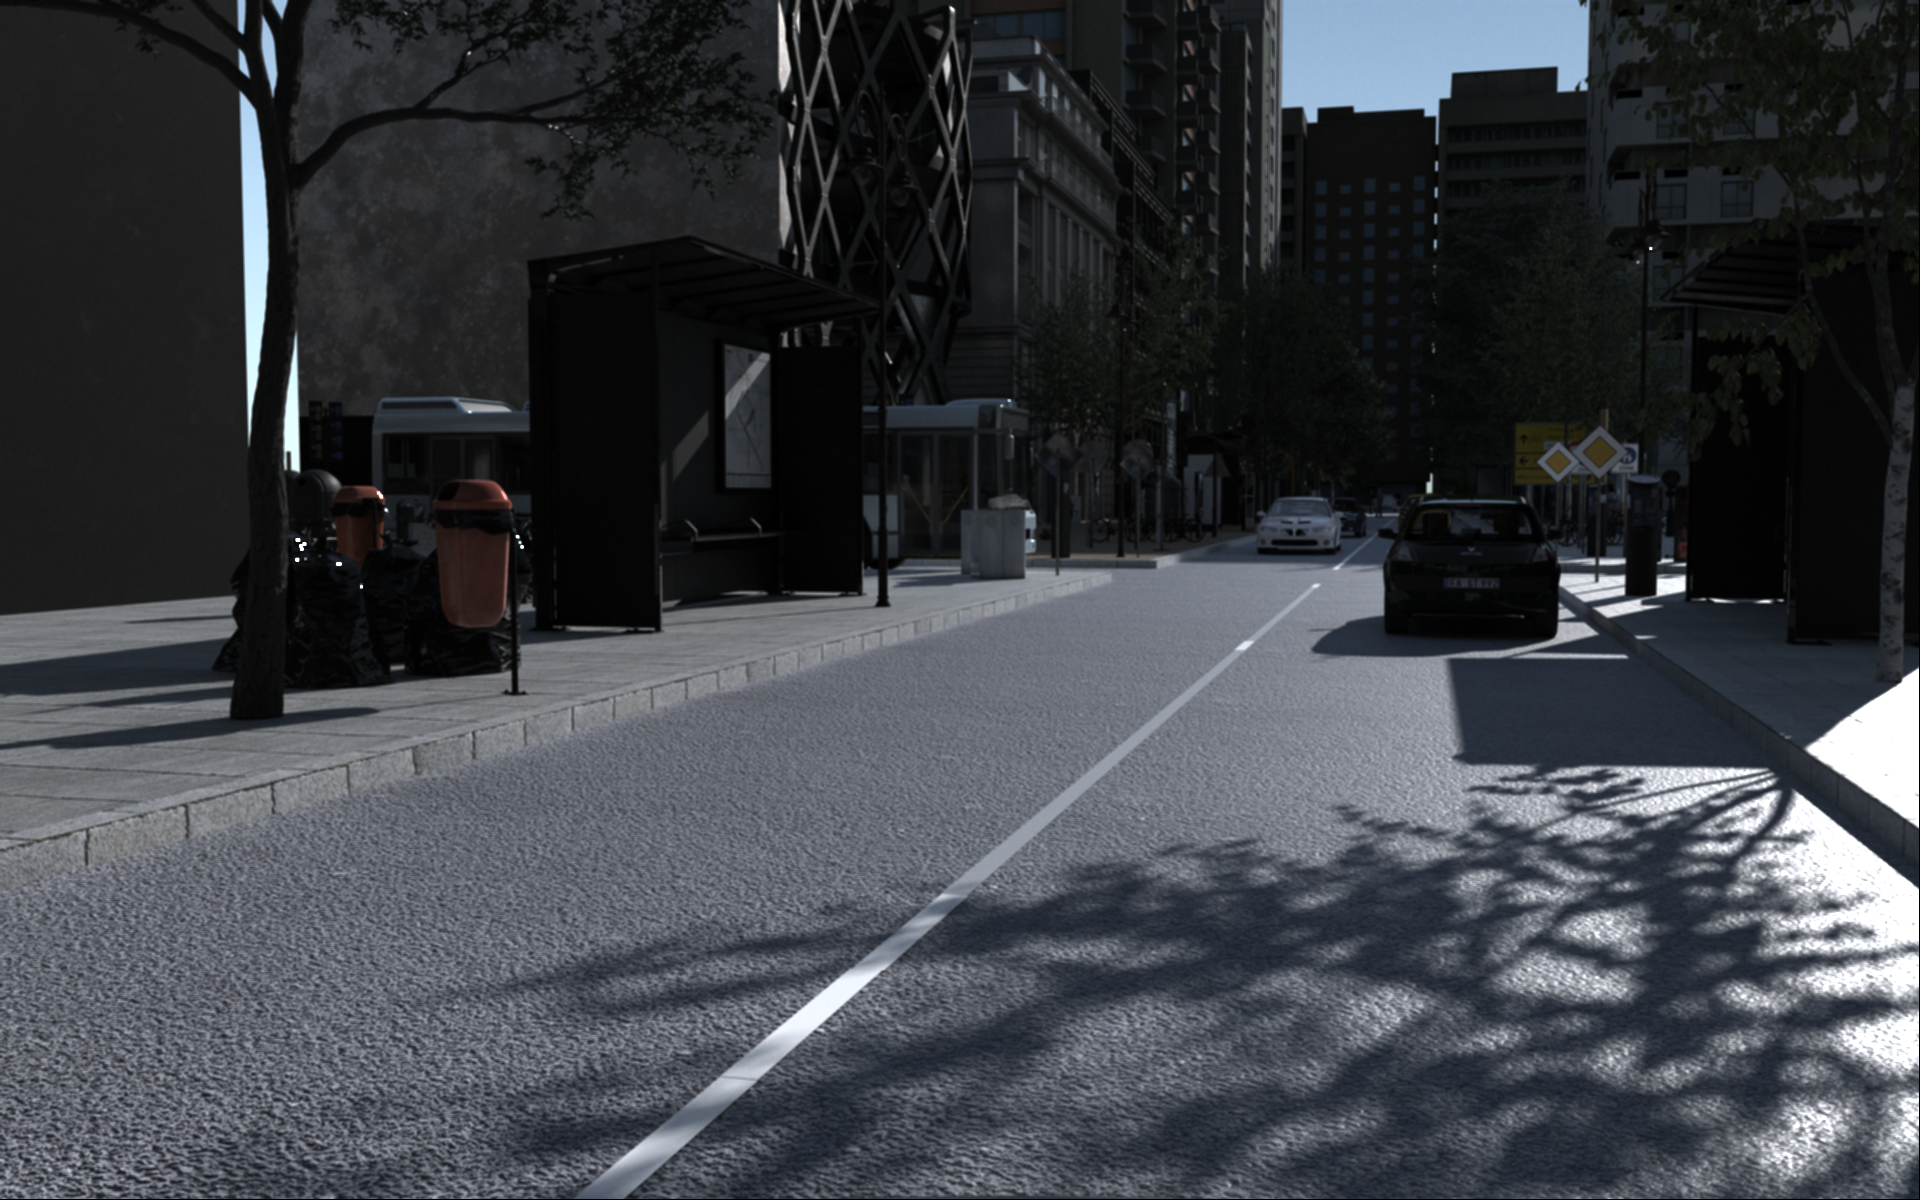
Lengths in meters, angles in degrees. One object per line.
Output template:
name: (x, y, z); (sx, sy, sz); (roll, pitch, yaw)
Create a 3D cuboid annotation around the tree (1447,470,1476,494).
tree: (35.228, -7.722, 120.852); (1.663, 3.219, 1.824); (0, 3, 0)

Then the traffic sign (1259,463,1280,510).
traffic sign: (12.608, -4.320, 70.629); (0.884, 2.594, 0.081); (2, 4, 23)

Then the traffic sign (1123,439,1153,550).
traffic sign: (4.079, -2.440, 39.994); (0.768, 2.556, 0.104); (2, 4, 25)

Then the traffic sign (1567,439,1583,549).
traffic sign: (14.486, -2.467, 40.440); (0.768, 2.556, 0.104); (1, 4, 17)

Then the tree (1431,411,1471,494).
tree: (41.657, -13.250, 142.396); (9.928, 11.665, 9.643); (0, 3, 0)

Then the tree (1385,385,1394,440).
tree: (28.230, -12.413, 128.700); (9.928, 11.665, 9.643); (0, 3, 0)

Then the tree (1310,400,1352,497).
tree: (25.611, -10.329, 119.236); (4.360, 8.622, 3.978); (0, 3, 0)

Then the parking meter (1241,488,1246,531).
parking meter: (9.962, -3.163, 60.126); (0.372, 1.533, 0.369); (0, 3, 0)

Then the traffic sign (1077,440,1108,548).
traffic sign: (3.100, -2.494, 40.887); (0.768, 2.556, 0.104); (1, 4, 21)

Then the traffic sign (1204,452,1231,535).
traffic sign: (7.973, -3.286, 53.723); (0.884, 2.594, 0.081); (2, 4, 25)

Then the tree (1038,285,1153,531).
tree: (4.703, -6.733, 60.447); (4.360, 8.622, 3.978); (0, 3, 0)

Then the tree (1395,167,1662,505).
tree: (22.008, -9.825, 67.293); (9.857, 13.997, 8.962); (0, 3, 0)

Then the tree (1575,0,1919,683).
tree: (6.389, -3.759, 11.823); (4.737, 8.622, 4.395); (0, 3, 0)

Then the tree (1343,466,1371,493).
tree: (41.510, -12.158, 182.498); (4.285, 4.588, 4.351); (0, 3, 0)

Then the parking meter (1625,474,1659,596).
parking meter: (8.620, -0.824, 21.886); (0.372, 1.533, 0.369); (0, 3, 0)

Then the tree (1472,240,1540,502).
tree: (16.282, -5.815, 45.437); (4.737, 8.622, 4.395); (0, 3, 0)

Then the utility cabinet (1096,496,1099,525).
utility cabinet: (5.620, -3.722, 72.013); (0.306, 1.237, 1.020); (0, 4, 4)

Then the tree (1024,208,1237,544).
tree: (4.880, -5.750, 44.368); (4.737, 8.622, 4.395); (0, 3, 0)

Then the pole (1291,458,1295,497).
pole: (19.004, -6.422, 98.839); (0.158, 3.312, 0.155); (0, 3, 0)

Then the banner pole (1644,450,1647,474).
banner pole: (34.273, -5.940, 87.136); (0.863, 3.779, 0.401); (-3, 4, -36)

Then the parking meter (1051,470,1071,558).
parking meter: (2.024, -1.772, 34.685); (0.255, 1.863, 0.399); (2, 4, 33)

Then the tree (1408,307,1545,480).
tree: (31.605, -11.492, 104.901); (9.611, 12.733, 9.660); (0, 3, 0)

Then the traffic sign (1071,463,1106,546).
traffic sign: (3.127, -2.589, 42.338); (0.884, 2.594, 0.081); (2, 4, 24)

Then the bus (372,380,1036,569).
bus: (-4.430, -2.290, 32.299); (13.247, 3.499, 2.948); (1, 4, 16)

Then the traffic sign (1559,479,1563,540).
traffic sign: (16.884, -2.970, 48.662); (0.768, 2.556, 0.104); (2, 4, 24)

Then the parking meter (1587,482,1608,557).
parking meter: (13.076, -1.660, 35.545); (0.372, 1.533, 0.369); (0, 3, 0)

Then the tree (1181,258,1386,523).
tree: (13.313, -9.246, 76.922); (9.928, 11.665, 9.643); (0, 3, 0)

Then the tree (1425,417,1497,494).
tree: (44.431, -13.338, 152.495); (7.601, 10.594, 8.767); (3, 4, 37)

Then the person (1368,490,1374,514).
person: (29.050, -6.898, 122.113); (0.721, 1.723, 1.217); (1, 4, 18)

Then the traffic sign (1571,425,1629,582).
traffic sign: (9.256, -1.313, 25.118); (0.795, 2.450, 0.064); (1, 4, 15)

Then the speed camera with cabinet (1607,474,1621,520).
speed camera with cabinet: (30.910, -5.281, 80.684); (2.038, 3.252, 0.660); (-3, 4, -38)

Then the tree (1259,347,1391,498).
tree: (21.911, -11.602, 107.813); (7.486, 12.596, 7.792); (0, 3, 0)

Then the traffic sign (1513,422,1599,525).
traffic sign: (16.873, -3.379, 49.117); (2.265, 3.308, 0.079); (1, 4, 23)

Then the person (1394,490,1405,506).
person: (40.176, -9.164, 158.858); (1.217, 1.766, 0.721); (2, 4, 33)

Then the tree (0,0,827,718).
tree: (-3.700, -4.603, 9.676); (7.601, 10.594, 8.767); (-1, 4, -10)

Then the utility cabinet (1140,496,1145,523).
utility cabinet: (8.376, -3.979, 76.210); (1.020, 1.237, 0.306); (-1, 4, -21)

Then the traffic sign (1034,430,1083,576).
traffic sign: (1.538, -1.441, 27.196); (0.795, 2.450, 0.064); (1, 4, 15)

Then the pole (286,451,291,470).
pole: (-32.082, -5.443, 82.830); (0.158, 3.312, 0.155); (0, 3, 0)

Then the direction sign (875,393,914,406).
direction sign: (-1.474, -2.885, 39.162); (0.876, 3.537, 0.379); (-1, 4, -15)

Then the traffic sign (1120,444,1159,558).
traffic sign: (3.601, -1.912, 34.911); (0.795, 2.450, 0.064); (1, 4, 15)

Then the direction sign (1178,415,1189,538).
direction sign: (6.451, -3.559, 50.193); (0.379, 3.537, 0.876); (-1, 4, -10)

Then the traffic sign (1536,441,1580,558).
traffic sign: (11.320, -1.785, 32.832); (0.795, 2.450, 0.064); (1, 4, 15)

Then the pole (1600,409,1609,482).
pole: (15.396, -2.914, 41.488); (0.158, 3.312, 0.155); (0, 3, 0)

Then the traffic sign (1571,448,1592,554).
traffic sign: (13.416, -2.146, 37.220); (0.606, 2.300, 0.079); (1, 4, 22)

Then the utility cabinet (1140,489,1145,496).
utility cabinet: (8.418, -4.221, 77.691); (0.318, 1.500, 1.173); (3, 5, 44)

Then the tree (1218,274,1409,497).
tree: (17.988, -10.599, 90.300); (9.611, 12.733, 9.660); (0, 3, 0)

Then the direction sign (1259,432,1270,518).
direction sign: (11.193, -4.386, 63.700); (0.379, 3.537, 0.876); (2, 4, 33)

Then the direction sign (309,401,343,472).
direction sign: (-15.509, -3.085, 42.431); (0.379, 3.537, 0.876); (3, 4, 39)

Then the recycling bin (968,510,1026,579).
recycling bin: (0.580, -0.851, 26.474); (0.722, 1.027, 0.722); (-1, 4, -11)

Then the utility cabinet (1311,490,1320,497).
utility cabinet: (21.859, -6.031, 107.285); (0.318, 1.500, 1.173); (3, 5, 41)

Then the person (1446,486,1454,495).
person: (21.229, -4.052, 75.090); (0.444, 1.785, 0.601); (-1, 4, -21)

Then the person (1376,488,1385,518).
person: (25.575, -5.906, 105.240); (0.590, 1.801, 0.661); (1, 4, 21)

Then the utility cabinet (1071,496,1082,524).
utility cabinet: (4.739, -3.796, 73.227); (0.306, 1.237, 1.020); (3, 4, 38)

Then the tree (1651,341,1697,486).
tree: (34.497, -7.977, 80.788); (4.360, 8.622, 3.978); (0, 3, 0)

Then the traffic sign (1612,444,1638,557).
traffic sign: (13.466, -2.012, 35.033); (0.606, 2.300, 0.079); (1, 4, 15)

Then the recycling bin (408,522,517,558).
recycling bin: (-4.416, -0.176, 15.427); (0.722, 1.027, 0.722); (1, 4, 11)

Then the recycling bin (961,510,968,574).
recycling bin: (0.499, -0.934, 27.820); (0.722, 1.027, 0.722); (3, 4, 38)

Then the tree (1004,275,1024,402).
tree: (3.227, -6.401, 55.015); (4.737, 8.622, 4.395); (0, 3, 0)
